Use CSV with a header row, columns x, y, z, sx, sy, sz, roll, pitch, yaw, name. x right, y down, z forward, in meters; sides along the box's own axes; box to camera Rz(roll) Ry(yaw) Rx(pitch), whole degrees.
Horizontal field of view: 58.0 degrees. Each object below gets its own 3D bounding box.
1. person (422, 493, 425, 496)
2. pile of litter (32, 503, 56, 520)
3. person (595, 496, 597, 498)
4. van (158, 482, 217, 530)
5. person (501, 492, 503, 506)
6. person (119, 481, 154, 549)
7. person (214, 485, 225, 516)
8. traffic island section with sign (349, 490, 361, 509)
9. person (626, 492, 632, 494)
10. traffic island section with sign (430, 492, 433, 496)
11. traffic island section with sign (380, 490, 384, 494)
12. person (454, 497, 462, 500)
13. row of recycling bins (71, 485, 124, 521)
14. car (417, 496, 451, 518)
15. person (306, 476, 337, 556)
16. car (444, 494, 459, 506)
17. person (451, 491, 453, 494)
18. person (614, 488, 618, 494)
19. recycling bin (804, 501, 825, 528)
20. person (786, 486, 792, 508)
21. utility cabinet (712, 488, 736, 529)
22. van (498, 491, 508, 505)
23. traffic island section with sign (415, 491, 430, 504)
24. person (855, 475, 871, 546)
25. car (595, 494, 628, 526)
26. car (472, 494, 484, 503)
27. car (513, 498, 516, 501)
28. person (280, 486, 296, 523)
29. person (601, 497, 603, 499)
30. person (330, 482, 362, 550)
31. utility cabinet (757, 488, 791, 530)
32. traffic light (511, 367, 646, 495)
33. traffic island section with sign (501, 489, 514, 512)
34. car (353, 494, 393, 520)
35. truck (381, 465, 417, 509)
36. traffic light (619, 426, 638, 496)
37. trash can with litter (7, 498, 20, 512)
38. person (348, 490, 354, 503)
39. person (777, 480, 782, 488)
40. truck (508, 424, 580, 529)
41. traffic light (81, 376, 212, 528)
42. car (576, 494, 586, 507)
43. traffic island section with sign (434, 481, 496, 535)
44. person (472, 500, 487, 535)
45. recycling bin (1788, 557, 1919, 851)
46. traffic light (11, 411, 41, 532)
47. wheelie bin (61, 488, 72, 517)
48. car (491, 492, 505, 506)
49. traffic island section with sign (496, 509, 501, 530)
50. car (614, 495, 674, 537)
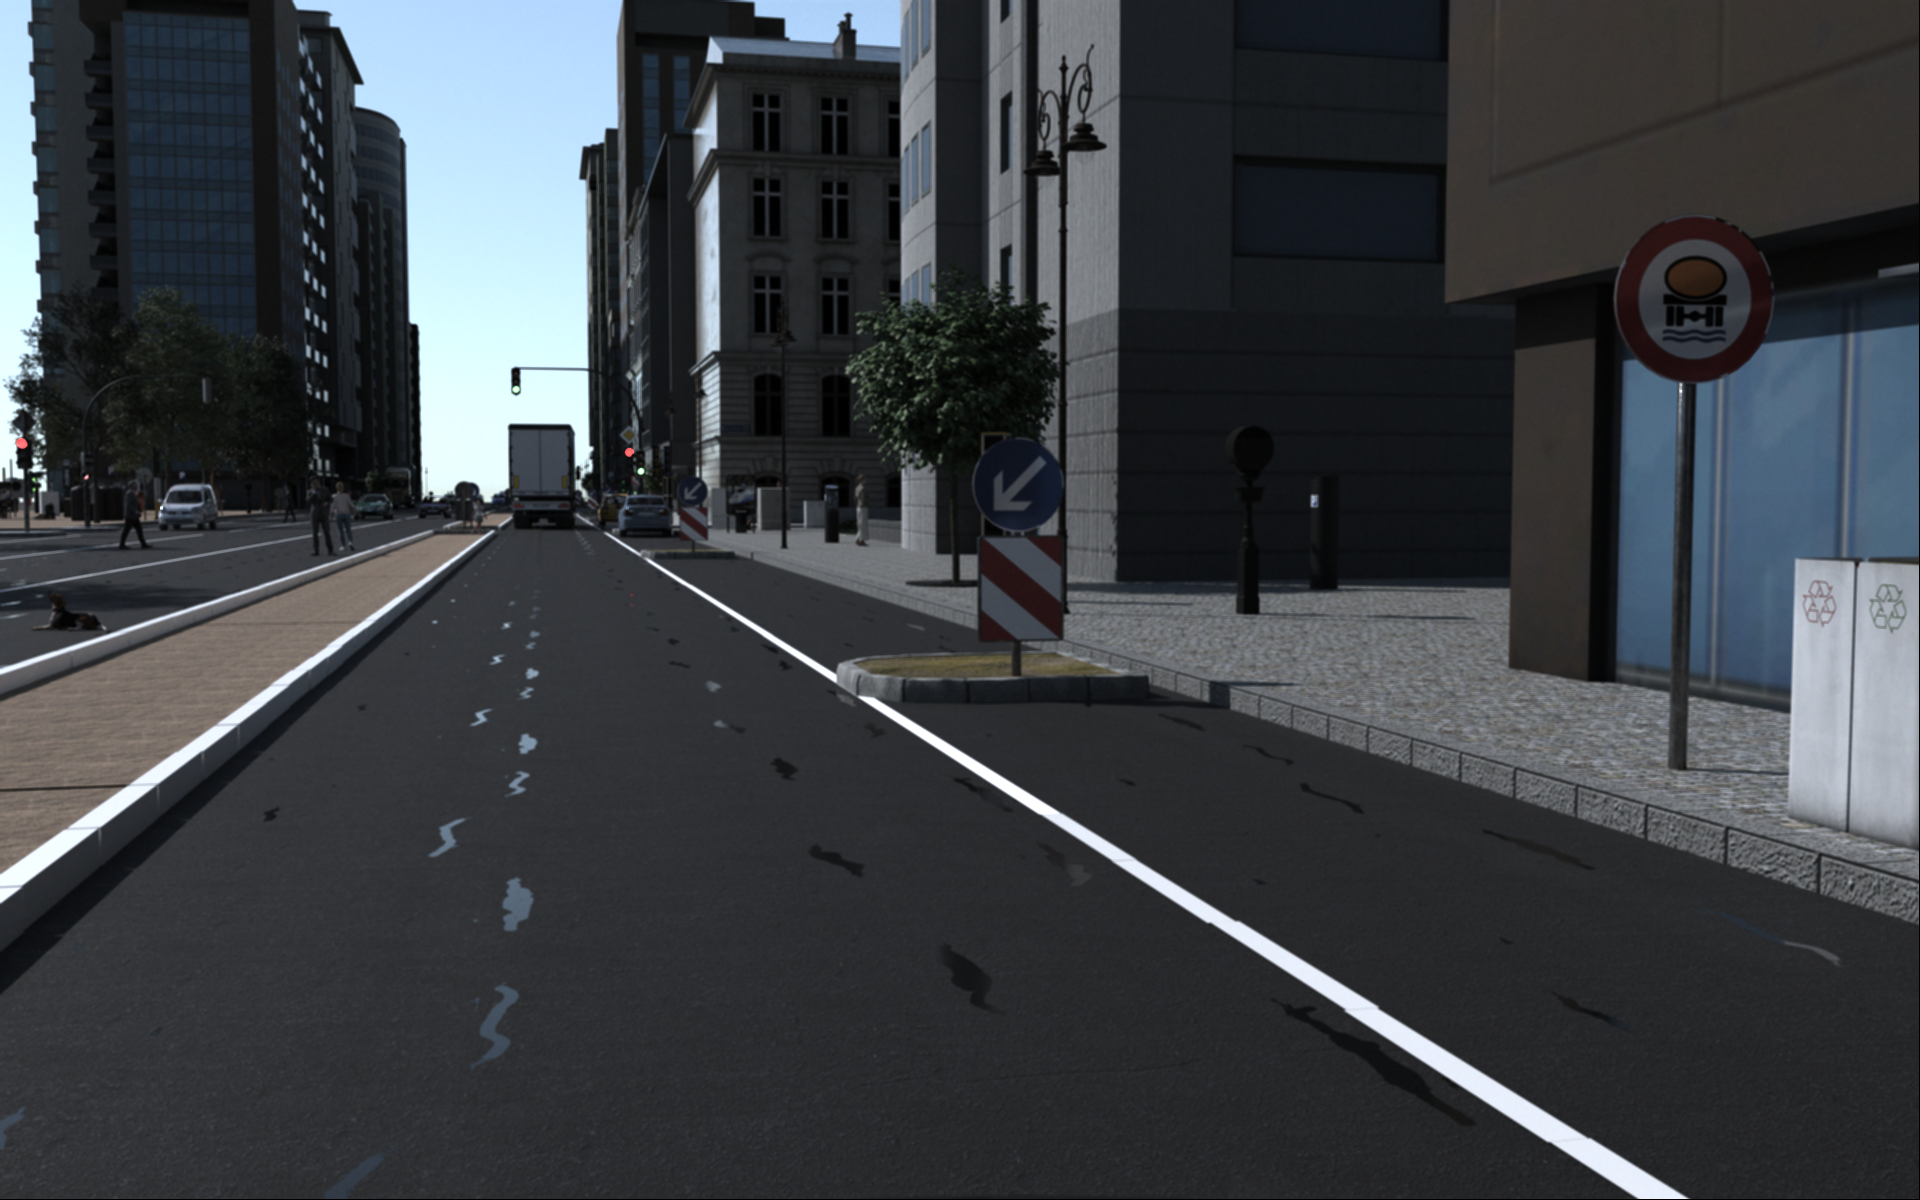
x,y,z,sx,sy,sz,roll,pitch,yaw,name
-91.436,-17.611,293.615,1.348,1.869,0.705,-1,4,-16,person
-46.372,-4.508,87.671,1.176,0.858,1.719,-1,4,-13,pile of litter
-42.310,-11.761,201.557,0.599,1.433,0.991,-1,4,-14,person
-31.053,-3.833,69.684,2.013,2.044,4.112,-1,4,-14,van
-56.960,-12.567,215.437,0.415,1.643,0.593,-1,4,-10,person
-21.502,-2.219,45.172,0.834,1.777,0.661,-2,4,-25,person
-44.028,-5.934,103.040,0.573,1.828,0.580,2,4,31,person
-56.696,-9.450,163.140,1.989,1.847,2.006,-1,4,-13,traffic island section with sign
-22.804,-6.925,119.445,0.466,1.800,0.511,-3,5,-42,person
-82.392,-15.987,270.019,1.989,1.847,2.006,-1,4,-13,traffic island section with sign
-63.055,-11.069,189.612,1.989,1.847,2.006,-1,4,-13,traffic island section with sign
-41.789,-8.384,145.513,1.348,1.831,0.705,-1,4,-20,person
-41.949,-4.724,84.351,1.069,1.692,3.534,0,4,6,row of recycling bins
-31.508,-5.586,103.903,1.945,1.354,3.894,-1,4,-13,car
-14.870,-1.958,40.321,0.655,1.846,0.447,-1,4,-22,person
-55.033,-10.809,186.950,2.015,1.641,3.980,-1,4,-12,car
-66.074,-13.263,225.360,0.705,1.823,1.348,1,4,15,person
-29.554,-8.695,148.076,0.599,1.838,0.709,1,4,13,person
-5.492,-3.226,65.306,0.722,1.027,0.722,-1,4,-11,recycling bin
-7.063,-3.737,69.996,0.661,1.777,0.834,3,4,36,person
-8.450,-3.325,63.039,1.173,1.500,0.318,1,4,23,utility cabinet
-61.403,-13.857,233.574,2.013,2.044,4.112,-1,4,-13,van
-76.007,-14.364,243.476,1.989,1.847,2.006,-1,4,-13,traffic island section with sign
-2.372,-2.213,42.781,0.362,1.759,0.519,-2,4,-26,person
-15.740,-4.250,79.705,2.015,1.641,3.980,-1,4,-14,car
-74.238,-15.699,266.466,2.009,1.686,4.222,-1,4,-13,car
-72.728,-16.572,279.752,1.959,1.807,4.718,-1,4,-11,car
-33.447,-4.765,86.185,0.755,1.850,0.659,-1,4,-13,person
-34.297,-9.759,166.419,0.721,1.723,1.217,-2,4,-28,person
-15.576,-2.131,44.018,0.731,1.740,0.598,-3,4,-39,person
-6.529,-3.188,60.796,1.173,1.500,0.318,-2,4,-35,utility cabinet
-13.690,-5.371,62.488,4.771,5.953,1.251,-1,4,-13,traffic light
-37.079,-8.204,142.279,2.006,1.907,1.989,-1,4,-13,traffic island section with sign
-33.300,-5.296,98.381,2.131,1.459,4.920,-1,4,-13,car
-55.124,-11.112,170.588,2.839,4.237,11.283,-1,4,-14,truck
-13.543,-5.013,70.879,0.839,4.253,0.868,-1,4,-13,traffic light
-67.216,-6.805,122.650,0.624,1.170,1.055,3,5,44,trash can with litter
-74.616,-12.563,212.173,1.217,1.743,0.721,-1,4,-11,person
-6.636,-3.492,63.321,0.511,1.800,0.466,1,4,20,person
-17.915,-5.253,74.801,2.839,4.237,11.283,-1,4,-11,truck
-31.325,-5.625,66.641,4.771,5.953,1.251,-1,4,-13,traffic light
-40.206,-10.473,181.457,2.015,1.641,3.980,-1,4,-12,car
-17.781,-3.295,62.012,2.006,1.907,1.989,-1,4,-13,traffic island section with sign
-16.835,-2.883,60.657,0.505,1.210,0.382,-3,5,-42,person
3.705,0.364,6.601,0.722,1.027,0.722,-1,4,-14,recycling bin
-31.472,-4.247,58.356,0.839,4.253,0.868,-1,4,-13,traffic light
-48.979,-5.352,95.407,0.980,1.594,0.693,-1,4,-9,wheelie bin
-56.059,-12.304,210.753,1.945,1.707,3.694,-1,4,-13,car
-19.503,-3.736,69.217,2.006,1.907,1.989,-1,4,-13,traffic island section with sign
-10.756,-2.880,59.096,2.014,1.417,4.499,-1,4,-12,car
